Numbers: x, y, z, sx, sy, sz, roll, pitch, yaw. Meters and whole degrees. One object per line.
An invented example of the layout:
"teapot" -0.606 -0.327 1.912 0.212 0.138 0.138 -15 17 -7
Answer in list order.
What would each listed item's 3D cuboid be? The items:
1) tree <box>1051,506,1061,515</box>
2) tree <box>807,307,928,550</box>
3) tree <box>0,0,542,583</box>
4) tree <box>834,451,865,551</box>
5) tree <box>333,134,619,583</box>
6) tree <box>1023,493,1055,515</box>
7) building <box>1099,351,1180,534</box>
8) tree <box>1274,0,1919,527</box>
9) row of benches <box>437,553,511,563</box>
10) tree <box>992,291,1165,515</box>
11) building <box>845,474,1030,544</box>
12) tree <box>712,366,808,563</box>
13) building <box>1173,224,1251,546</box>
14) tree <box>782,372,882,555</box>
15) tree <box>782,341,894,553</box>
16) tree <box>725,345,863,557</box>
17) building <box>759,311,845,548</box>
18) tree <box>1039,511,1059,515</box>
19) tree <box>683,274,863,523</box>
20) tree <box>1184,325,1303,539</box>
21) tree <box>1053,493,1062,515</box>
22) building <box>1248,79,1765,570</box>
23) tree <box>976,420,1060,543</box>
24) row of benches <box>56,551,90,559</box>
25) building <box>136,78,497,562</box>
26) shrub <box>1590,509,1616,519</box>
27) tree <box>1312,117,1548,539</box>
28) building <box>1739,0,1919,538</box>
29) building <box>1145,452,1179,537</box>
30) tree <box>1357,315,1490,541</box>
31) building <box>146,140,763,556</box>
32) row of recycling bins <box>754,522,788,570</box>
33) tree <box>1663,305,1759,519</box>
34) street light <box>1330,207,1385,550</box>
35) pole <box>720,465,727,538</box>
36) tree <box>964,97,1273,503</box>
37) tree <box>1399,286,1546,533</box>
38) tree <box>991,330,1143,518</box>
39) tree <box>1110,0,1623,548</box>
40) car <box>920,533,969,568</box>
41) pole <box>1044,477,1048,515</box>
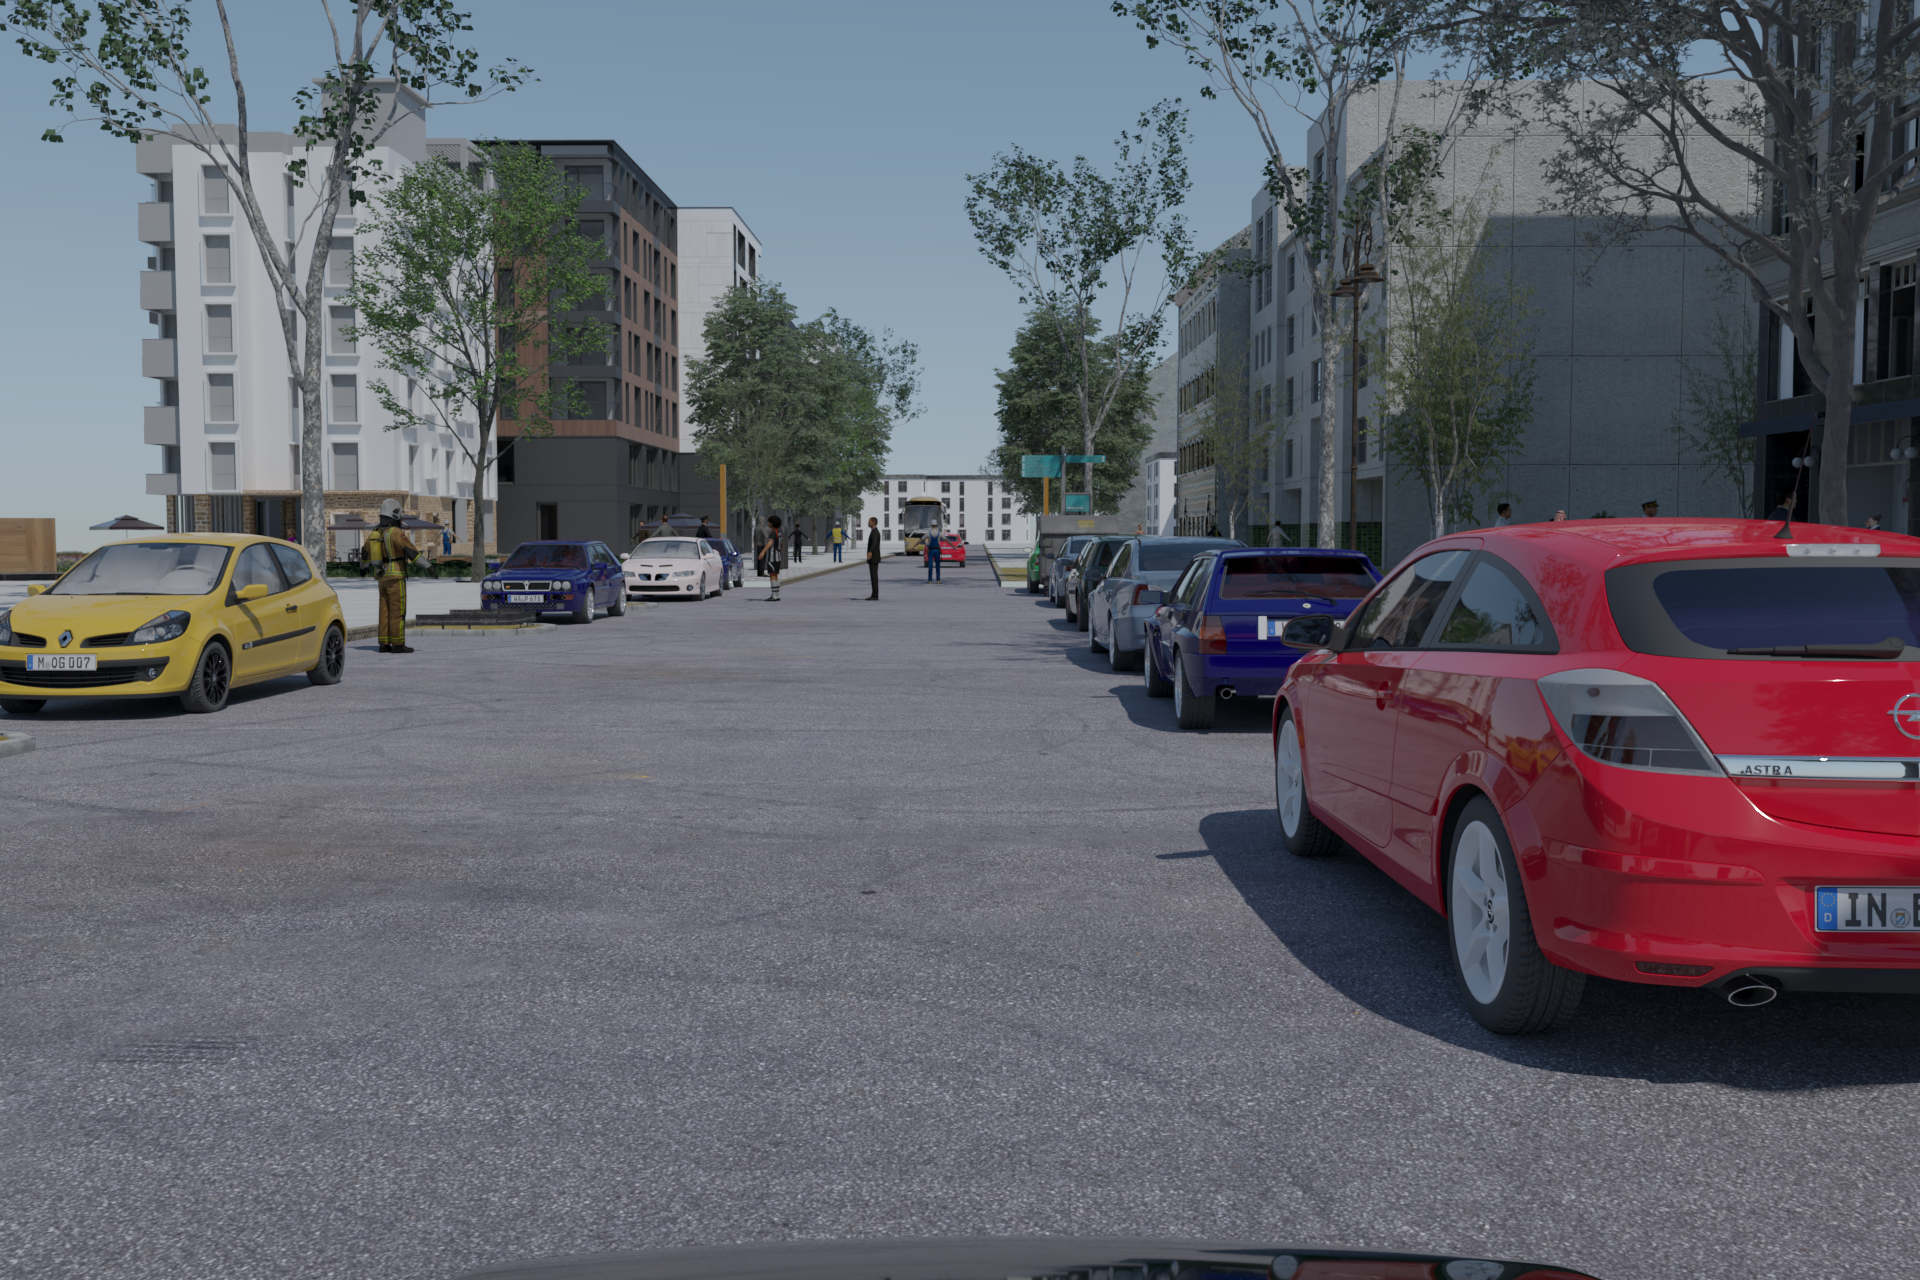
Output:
"tree" 6.835 -10.558 122.987 4.737 8.622 4.395 0 3 0
"tree" -8.689 -17.573 143.206 12.611 20.169 13.585 0 3 0
"tree" -13.488 -10.870 33.614 12.611 20.169 13.585 0 3 0
"tree" -8.342 -11.095 131.763 4.360 8.622 3.978 0 3 0
"tree" -12.551 -7.312 45.304 9.928 11.665 9.643 0 3 0
"tree" 6.701 -10.991 130.069 4.737 8.622 4.395 0 3 0
"building" 26.499 -22.925 205.759 19.493 23.208 18.063 0 4 0
"tree" 8.052 -6.451 15.840 12.009 13.543 11.850 0 3 0
"row of benches" -15.206 -2.563 57.374 4.104 0.672 1.422 0 4 3
"tree" 6.133 -11.251 90.607 9.857 13.997 8.962 0 3 0
"building" -4.521 -18.261 243.171 28.070 9.664 9.099 1 4 9
"tree" -9.407 -7.732 76.778 4.360 8.622 3.978 0 3 0
"building" 23.222 -16.605 102.418 19.493 23.208 18.063 0 4 0
"tree" -8.774 -11.007 105.724 9.928 11.665 9.643 0 3 0
"tree" -8.787 -12.803 115.985 9.857 13.997 8.962 0 3 0
"tree" -9.163 -10.385 95.548 9.928 11.665 9.643 0 3 0
"building" -26.653 -20.240 174.898 27.936 21.610 32.646 0 3 0
"tree" 14.447 -18.966 244.504 7.601 10.594 8.767 0 4 -5
"tree" -9.200 -10.907 84.982 9.857 13.997 8.962 0 3 0
"tree" 9.566 -6.770 61.054 4.360 8.622 3.978 0 3 0
"tree" 6.977 -10.039 114.506 4.737 8.622 4.395 0 3 0
"building" 23.558 -12.831 76.237 16.747 18.905 31.486 0 4 1
"tree" 6.578 -14.334 144.733 12.009 13.543 11.850 0 3 0
"row of benches" -32.975 -2.942 63.572 1.422 0.672 4.104 0 4 -4
"building" -28.285 -13.270 73.379 16.016 20.090 11.380 0 4 1
"shrub" 19.126 -2.879 51.491 1.690 2.028 1.600 0 3 0
"tree" 8.708 -4.922 30.840 4.360 8.622 3.978 0 3 0
"building" 28.900 -15.789 37.742 16.754 29.471 25.880 0 4 1
"building" 24.880 -14.391 177.436 9.099 9.664 28.070 0 4 0
"tree" 15.483 -6.523 57.010 4.737 8.622 4.395 0 3 0
"building" -28.159 -16.058 106.531 27.936 21.610 32.646 0 4 1
"row of recycling bins" -6.827 -3.421 63.042 1.069 1.692 3.534 0 4 2
"tree" 25.250 -6.398 54.972 4.360 8.622 3.978 0 3 0
"street light" 5.687 -3.191 24.956 0.468 5.910 1.993 0 4 1
"pole" -6.958 -3.492 50.932 0.158 3.312 0.155 0 3 0
"tree" 6.838 -13.400 74.979 12.611 20.169 13.585 0 3 0
"tree" 15.062 -6.186 51.497 4.737 8.622 4.395 0 3 0
"tree" 6.329 -12.012 103.047 9.857 13.997 8.962 0 3 0
"tree" 9.950 -11.248 39.799 12.611 20.169 13.585 0 3 0
"car" -0.668 -4.046 75.196 2.155 1.783 4.494 0 4 -1
"pole" 3.087 -4.181 62.205 0.158 3.312 0.155 0 3 0
